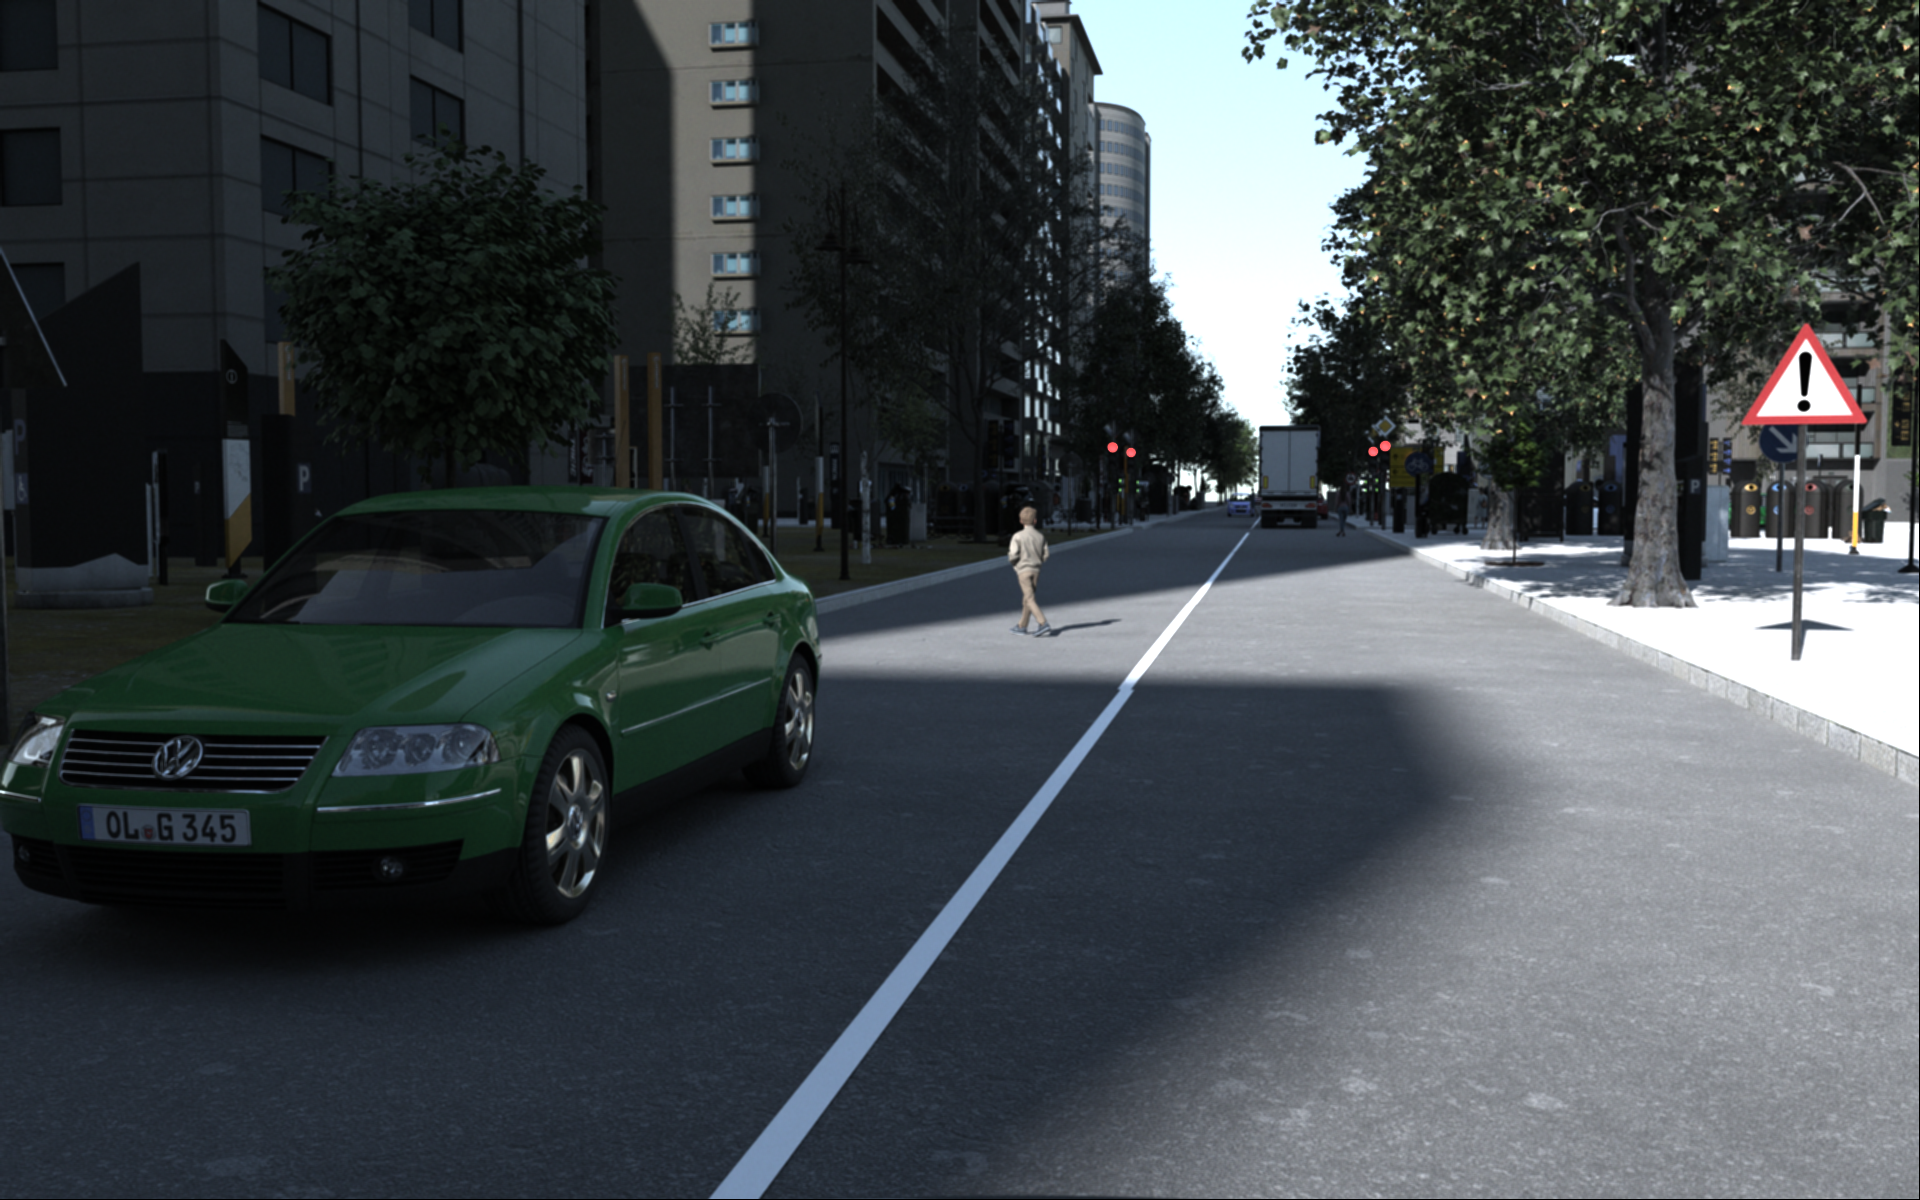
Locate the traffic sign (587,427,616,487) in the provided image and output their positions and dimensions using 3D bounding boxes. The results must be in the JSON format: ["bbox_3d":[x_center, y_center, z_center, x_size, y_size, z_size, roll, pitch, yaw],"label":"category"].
[{"bbox_3d":[-5.394,-1.481,26.345,0.606,2.300,0.079,1,4,15],"label":"traffic sign"}]

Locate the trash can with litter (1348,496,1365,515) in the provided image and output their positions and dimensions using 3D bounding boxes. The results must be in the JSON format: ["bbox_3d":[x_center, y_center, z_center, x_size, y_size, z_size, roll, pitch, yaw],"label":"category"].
[{"bbox_3d":[23.866,-5.688,104.384,1.055,1.170,0.624,-1,4,-8],"label":"trash can with litter"}]

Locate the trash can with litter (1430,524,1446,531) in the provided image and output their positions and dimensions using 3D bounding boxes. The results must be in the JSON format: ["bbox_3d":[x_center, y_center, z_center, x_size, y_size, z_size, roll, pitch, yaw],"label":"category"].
[{"bbox_3d":[16.985,-3.022,60.803,1.055,1.170,0.624,-2,4,-32],"label":"trash can with litter"}]

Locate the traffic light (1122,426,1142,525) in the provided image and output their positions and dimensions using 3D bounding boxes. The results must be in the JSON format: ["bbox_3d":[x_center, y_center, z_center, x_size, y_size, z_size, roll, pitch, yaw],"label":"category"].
[{"bbox_3d":[7.068,-5.031,71.181,0.839,4.253,0.868,1,4,10],"label":"traffic light"}]

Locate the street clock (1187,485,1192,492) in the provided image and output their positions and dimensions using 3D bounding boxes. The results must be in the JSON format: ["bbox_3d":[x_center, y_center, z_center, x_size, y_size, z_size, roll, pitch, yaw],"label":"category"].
[{"bbox_3d":[19.039,-8.527,143.979,0.471,2.002,0.358,3,4,37],"label":"street clock"}]

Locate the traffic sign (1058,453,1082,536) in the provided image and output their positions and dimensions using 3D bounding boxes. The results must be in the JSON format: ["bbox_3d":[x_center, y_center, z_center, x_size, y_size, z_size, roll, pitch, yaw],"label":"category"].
[{"bbox_3d":[3.385,-3.263,53.456,0.768,2.556,0.104,1,4,13],"label":"traffic sign"}]

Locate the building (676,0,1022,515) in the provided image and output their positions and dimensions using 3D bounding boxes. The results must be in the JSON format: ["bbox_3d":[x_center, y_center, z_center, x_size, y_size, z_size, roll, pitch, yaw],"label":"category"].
[{"bbox_3d":[-7.392,-31.051,131.385,21.300,48.544,21.600,1,4,10],"label":"building"}]

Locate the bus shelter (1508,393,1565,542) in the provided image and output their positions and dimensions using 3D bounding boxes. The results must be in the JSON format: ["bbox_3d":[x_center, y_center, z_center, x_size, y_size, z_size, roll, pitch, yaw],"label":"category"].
[{"bbox_3d":[16.516,-4.440,50.224,2.179,5.291,8.768,1,4,10],"label":"bus shelter"}]

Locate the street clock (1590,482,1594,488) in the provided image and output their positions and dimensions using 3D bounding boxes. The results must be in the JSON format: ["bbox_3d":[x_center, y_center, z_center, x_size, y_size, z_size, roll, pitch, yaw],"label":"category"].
[{"bbox_3d":[36.697,-5.893,100.924,0.471,2.002,0.358,-2,4,-30],"label":"street clock"}]

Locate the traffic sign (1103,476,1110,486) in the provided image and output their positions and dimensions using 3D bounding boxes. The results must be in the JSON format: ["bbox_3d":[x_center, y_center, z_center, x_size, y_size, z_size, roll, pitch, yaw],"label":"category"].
[{"bbox_3d":[9.322,-6.772,111.912,0.795,2.450,0.064,1,4,11],"label":"traffic sign"}]

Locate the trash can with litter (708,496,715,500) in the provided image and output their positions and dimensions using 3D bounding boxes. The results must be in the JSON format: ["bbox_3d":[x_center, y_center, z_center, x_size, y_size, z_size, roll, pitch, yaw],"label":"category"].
[{"bbox_3d":[-11.857,-4.268,80.841,1.678,1.210,2.233,1,4,20],"label":"trash can with litter"}]

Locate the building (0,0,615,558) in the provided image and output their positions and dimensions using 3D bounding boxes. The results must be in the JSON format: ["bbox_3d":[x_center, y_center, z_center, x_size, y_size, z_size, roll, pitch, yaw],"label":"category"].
[{"bbox_3d":[-22.798,-37.083,44.553,20.611,71.187,20.563,1,4,10],"label":"building"}]

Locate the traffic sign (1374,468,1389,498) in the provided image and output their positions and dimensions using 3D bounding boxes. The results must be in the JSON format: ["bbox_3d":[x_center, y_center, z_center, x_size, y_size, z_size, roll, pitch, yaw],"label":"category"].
[{"bbox_3d":[19.055,-4.804,78.550,0.884,2.594,0.081,1,4,13],"label":"traffic sign"}]

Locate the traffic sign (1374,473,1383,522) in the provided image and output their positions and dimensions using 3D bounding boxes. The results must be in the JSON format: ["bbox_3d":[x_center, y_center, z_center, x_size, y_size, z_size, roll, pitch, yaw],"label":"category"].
[{"bbox_3d":[19.495,-4.862,80.675,0.795,2.450,0.064,1,4,16],"label":"traffic sign"}]

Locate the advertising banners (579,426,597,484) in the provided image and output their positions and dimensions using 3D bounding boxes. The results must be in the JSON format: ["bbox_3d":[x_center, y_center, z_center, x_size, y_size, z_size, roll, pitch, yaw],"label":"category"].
[{"bbox_3d":[-10.373,-2.995,45.153,2.074,3.025,0.090,1,4,17],"label":"advertising banners"}]

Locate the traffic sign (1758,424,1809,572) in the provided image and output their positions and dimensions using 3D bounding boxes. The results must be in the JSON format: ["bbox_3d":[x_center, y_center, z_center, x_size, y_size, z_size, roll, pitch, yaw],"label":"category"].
[{"bbox_3d":[13.540,-1.740,28.552,0.768,2.556,0.104,1,4,11],"label":"traffic sign"}]

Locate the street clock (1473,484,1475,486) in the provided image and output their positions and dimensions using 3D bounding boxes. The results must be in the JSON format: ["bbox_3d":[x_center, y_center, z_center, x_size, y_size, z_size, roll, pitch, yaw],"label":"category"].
[{"bbox_3d":[35.845,-7.143,121.361,0.358,2.002,0.471,-3,5,-43],"label":"street clock"}]

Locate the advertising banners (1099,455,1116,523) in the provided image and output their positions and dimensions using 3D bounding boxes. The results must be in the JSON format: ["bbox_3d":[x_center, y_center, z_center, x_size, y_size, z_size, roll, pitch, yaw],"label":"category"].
[{"bbox_3d":[6.610,-5.020,78.265,0.090,3.025,2.074,1,4,23],"label":"advertising banners"}]

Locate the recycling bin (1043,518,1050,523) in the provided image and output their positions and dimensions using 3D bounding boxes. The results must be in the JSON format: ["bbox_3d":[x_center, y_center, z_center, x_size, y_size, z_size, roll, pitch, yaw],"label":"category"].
[{"bbox_3d":[3.630,-3.993,77.847,0.722,1.027,0.722,-3,5,-44],"label":"recycling bin"}]

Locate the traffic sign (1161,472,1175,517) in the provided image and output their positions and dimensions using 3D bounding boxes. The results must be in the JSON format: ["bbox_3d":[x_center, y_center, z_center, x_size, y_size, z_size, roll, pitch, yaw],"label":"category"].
[{"bbox_3d":[11.784,-6.005,98.283,0.768,2.556,0.104,1,4,13],"label":"traffic sign"}]

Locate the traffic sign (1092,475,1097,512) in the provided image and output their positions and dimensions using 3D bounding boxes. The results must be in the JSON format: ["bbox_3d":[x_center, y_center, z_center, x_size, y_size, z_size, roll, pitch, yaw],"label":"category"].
[{"bbox_3d":[8.344,-6.463,105.779,0.768,2.556,0.104,1,4,18],"label":"traffic sign"}]

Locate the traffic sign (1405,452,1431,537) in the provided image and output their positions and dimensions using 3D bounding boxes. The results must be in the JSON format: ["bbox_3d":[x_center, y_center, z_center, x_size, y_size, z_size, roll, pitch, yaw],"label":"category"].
[{"bbox_3d":[13.775,-3.184,52.169,0.768,2.556,0.104,1,4,14],"label":"traffic sign"}]

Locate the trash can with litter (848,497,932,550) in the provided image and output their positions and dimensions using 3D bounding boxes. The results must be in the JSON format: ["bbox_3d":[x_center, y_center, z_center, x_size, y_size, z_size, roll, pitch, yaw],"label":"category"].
[{"bbox_3d":[-1.734,-1.823,40.869,2.233,1.210,1.678,-1,4,-9],"label":"trash can with litter"}]

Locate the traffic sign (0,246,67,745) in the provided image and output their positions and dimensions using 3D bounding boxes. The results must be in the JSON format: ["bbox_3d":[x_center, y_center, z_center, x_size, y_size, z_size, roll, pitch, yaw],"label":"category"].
[{"bbox_3d":[-4.899,-0.538,8.803,0.884,2.594,0.081,1,4,19],"label":"traffic sign"}]

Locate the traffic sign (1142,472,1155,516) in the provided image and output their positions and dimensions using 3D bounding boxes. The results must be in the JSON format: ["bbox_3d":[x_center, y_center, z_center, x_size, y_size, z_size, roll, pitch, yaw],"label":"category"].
[{"bbox_3d":[10.931,-6.138,100.458,0.768,2.556,0.104,1,4,20],"label":"traffic sign"}]

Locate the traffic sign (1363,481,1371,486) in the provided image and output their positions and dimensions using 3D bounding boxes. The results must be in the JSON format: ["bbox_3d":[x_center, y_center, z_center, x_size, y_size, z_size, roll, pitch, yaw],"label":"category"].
[{"bbox_3d":[27.270,-7.075,115.674,0.884,2.594,0.081,1,4,12],"label":"traffic sign"}]

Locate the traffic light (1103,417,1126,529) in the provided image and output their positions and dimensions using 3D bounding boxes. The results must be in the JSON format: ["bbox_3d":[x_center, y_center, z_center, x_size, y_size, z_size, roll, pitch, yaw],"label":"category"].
[{"bbox_3d":[5.622,-4.551,63.328,0.839,4.253,0.868,1,4,10],"label":"traffic light"}]

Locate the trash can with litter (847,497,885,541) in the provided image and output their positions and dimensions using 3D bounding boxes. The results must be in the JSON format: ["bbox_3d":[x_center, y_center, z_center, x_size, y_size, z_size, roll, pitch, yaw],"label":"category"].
[{"bbox_3d":[-2.597,-2.227,47.798,0.624,1.170,1.055,3,5,40],"label":"trash can with litter"}]

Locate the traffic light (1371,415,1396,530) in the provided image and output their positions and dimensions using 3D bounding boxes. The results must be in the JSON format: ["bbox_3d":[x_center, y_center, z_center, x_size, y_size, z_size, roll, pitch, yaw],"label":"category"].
[{"bbox_3d":[15.078,-4.446,61.610,0.839,4.253,0.868,1,4,10],"label":"traffic light"}]

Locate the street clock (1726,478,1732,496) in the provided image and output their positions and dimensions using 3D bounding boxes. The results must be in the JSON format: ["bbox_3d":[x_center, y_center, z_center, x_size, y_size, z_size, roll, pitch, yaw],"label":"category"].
[{"bbox_3d":[35.023,-4.551,78.984,0.358,2.002,0.471,2,4,24],"label":"street clock"}]

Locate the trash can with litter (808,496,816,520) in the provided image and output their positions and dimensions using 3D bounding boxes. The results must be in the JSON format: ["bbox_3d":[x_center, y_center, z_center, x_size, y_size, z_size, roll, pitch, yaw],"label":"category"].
[{"bbox_3d":[-7.343,-4.463,84.353,0.624,1.170,1.055,3,5,41],"label":"trash can with litter"}]

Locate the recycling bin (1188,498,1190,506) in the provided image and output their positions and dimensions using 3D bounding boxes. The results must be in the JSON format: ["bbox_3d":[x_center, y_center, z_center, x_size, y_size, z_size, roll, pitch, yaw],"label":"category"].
[{"bbox_3d":[18.561,-7.983,143.081,0.722,1.027,0.722,-1,4,-23],"label":"recycling bin"}]

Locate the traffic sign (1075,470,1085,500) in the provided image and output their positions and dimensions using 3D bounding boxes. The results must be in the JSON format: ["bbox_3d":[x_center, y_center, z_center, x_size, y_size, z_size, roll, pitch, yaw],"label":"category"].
[{"bbox_3d":[5.654,-5.113,83.706,0.768,2.556,0.104,1,4,12],"label":"traffic sign"}]

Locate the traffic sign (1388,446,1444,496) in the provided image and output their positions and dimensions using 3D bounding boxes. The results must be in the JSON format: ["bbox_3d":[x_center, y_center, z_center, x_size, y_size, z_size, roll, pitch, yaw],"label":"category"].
[{"bbox_3d":[19.314,-4.861,73.346,2.265,3.308,0.079,1,4,17],"label":"traffic sign"}]

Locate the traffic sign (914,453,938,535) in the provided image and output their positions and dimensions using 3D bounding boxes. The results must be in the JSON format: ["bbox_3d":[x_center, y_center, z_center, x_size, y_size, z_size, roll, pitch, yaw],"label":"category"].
[{"bbox_3d":[-1.058,-3.270,53.570,0.768,2.556,0.104,1,4,12],"label":"traffic sign"}]

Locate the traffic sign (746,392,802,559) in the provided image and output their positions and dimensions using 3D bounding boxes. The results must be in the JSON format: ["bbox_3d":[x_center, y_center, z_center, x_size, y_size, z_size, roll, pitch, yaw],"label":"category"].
[{"bbox_3d":[-2.341,-1.321,21.704,0.768,2.556,0.104,1,4,19],"label":"traffic sign"}]

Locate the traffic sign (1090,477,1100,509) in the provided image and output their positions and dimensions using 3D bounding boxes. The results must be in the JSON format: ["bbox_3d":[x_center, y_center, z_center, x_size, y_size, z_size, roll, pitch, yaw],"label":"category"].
[{"bbox_3d":[8.117,-6.228,103.952,0.606,2.300,0.079,1,4,18],"label":"traffic sign"}]

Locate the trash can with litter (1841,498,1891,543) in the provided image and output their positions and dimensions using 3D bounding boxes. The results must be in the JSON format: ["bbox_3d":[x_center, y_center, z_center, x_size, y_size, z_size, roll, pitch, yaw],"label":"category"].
[{"bbox_3d":[23.629,-2.066,45.173,1.055,1.170,0.624,0,4,0],"label":"trash can with litter"}]

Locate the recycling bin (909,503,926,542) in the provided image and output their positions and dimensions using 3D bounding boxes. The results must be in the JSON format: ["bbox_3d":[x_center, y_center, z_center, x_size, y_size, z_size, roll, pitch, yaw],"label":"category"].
[{"bbox_3d":[-1.291,-2.094,46.784,0.722,1.027,0.722,0,4,-5],"label":"recycling bin"}]

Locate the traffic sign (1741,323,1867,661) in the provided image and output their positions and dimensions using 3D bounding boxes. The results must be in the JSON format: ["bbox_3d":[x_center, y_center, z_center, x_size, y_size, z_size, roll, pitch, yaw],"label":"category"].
[{"bbox_3d":[6.451,-0.813,13.294,0.884,2.594,0.081,1,4,14],"label":"traffic sign"}]

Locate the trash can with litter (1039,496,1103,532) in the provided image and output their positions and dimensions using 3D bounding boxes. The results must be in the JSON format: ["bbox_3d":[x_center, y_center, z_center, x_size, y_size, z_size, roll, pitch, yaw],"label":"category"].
[{"bbox_3d":[3.822,-2.925,58.880,2.233,1.210,1.678,0,4,4],"label":"trash can with litter"}]

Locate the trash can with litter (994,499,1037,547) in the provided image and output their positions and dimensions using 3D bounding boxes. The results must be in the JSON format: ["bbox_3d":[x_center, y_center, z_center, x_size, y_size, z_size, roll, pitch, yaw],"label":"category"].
[{"bbox_3d":[1.342,-1.883,42.180,1.055,1.170,0.624,2,4,26],"label":"trash can with litter"}]

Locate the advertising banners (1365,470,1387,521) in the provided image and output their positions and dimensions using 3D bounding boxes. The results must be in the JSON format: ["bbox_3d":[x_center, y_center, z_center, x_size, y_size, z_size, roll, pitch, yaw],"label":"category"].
[{"bbox_3d":[19.870,-5.285,82.604,0.090,3.025,2.074,-1,4,-15],"label":"advertising banners"}]

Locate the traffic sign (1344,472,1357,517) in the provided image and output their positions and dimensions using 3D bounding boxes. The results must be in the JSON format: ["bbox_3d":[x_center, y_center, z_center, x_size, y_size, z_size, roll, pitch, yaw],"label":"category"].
[{"bbox_3d":[22.262,-6.032,98.724,0.768,2.556,0.104,1,4,15],"label":"traffic sign"}]

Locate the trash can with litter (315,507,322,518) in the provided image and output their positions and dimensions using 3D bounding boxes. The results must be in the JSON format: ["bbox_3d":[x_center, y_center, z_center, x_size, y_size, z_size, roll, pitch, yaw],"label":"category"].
[{"bbox_3d":[-13.839,-1.504,35.977,0.624,1.170,1.055,1,4,23],"label":"trash can with litter"}]

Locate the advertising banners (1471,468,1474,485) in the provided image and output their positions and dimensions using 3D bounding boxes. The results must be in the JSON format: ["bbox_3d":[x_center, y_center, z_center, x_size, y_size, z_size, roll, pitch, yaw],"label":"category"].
[{"bbox_3d":[35.143,-7.376,116.786,2.074,3.025,0.090,1,4,19],"label":"advertising banners"}]

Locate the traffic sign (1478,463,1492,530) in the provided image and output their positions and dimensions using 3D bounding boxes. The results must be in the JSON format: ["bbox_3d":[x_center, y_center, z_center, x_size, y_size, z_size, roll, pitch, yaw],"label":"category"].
[{"bbox_3d":[17.810,-3.559,58.303,0.768,2.556,0.104,1,4,16],"label":"traffic sign"}]

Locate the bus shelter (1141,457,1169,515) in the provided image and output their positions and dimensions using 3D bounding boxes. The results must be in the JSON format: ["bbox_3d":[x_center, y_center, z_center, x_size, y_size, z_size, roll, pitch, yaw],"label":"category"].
[{"bbox_3d":[12.579,-7.259,109.965,1.731,3.624,6.357,1,4,10],"label":"bus shelter"}]

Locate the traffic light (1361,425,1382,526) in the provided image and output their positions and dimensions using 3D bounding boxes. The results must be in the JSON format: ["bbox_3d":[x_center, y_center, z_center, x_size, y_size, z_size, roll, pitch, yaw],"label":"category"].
[{"bbox_3d":[16.524,-4.926,69.463,0.839,4.253,0.868,1,4,10],"label":"traffic light"}]

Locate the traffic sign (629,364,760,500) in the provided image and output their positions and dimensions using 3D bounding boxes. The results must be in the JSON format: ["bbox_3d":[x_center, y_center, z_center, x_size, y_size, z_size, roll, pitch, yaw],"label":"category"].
[{"bbox_3d":[-4.224,-2.046,27.320,2.265,3.308,0.079,1,4,15],"label":"traffic sign"}]
